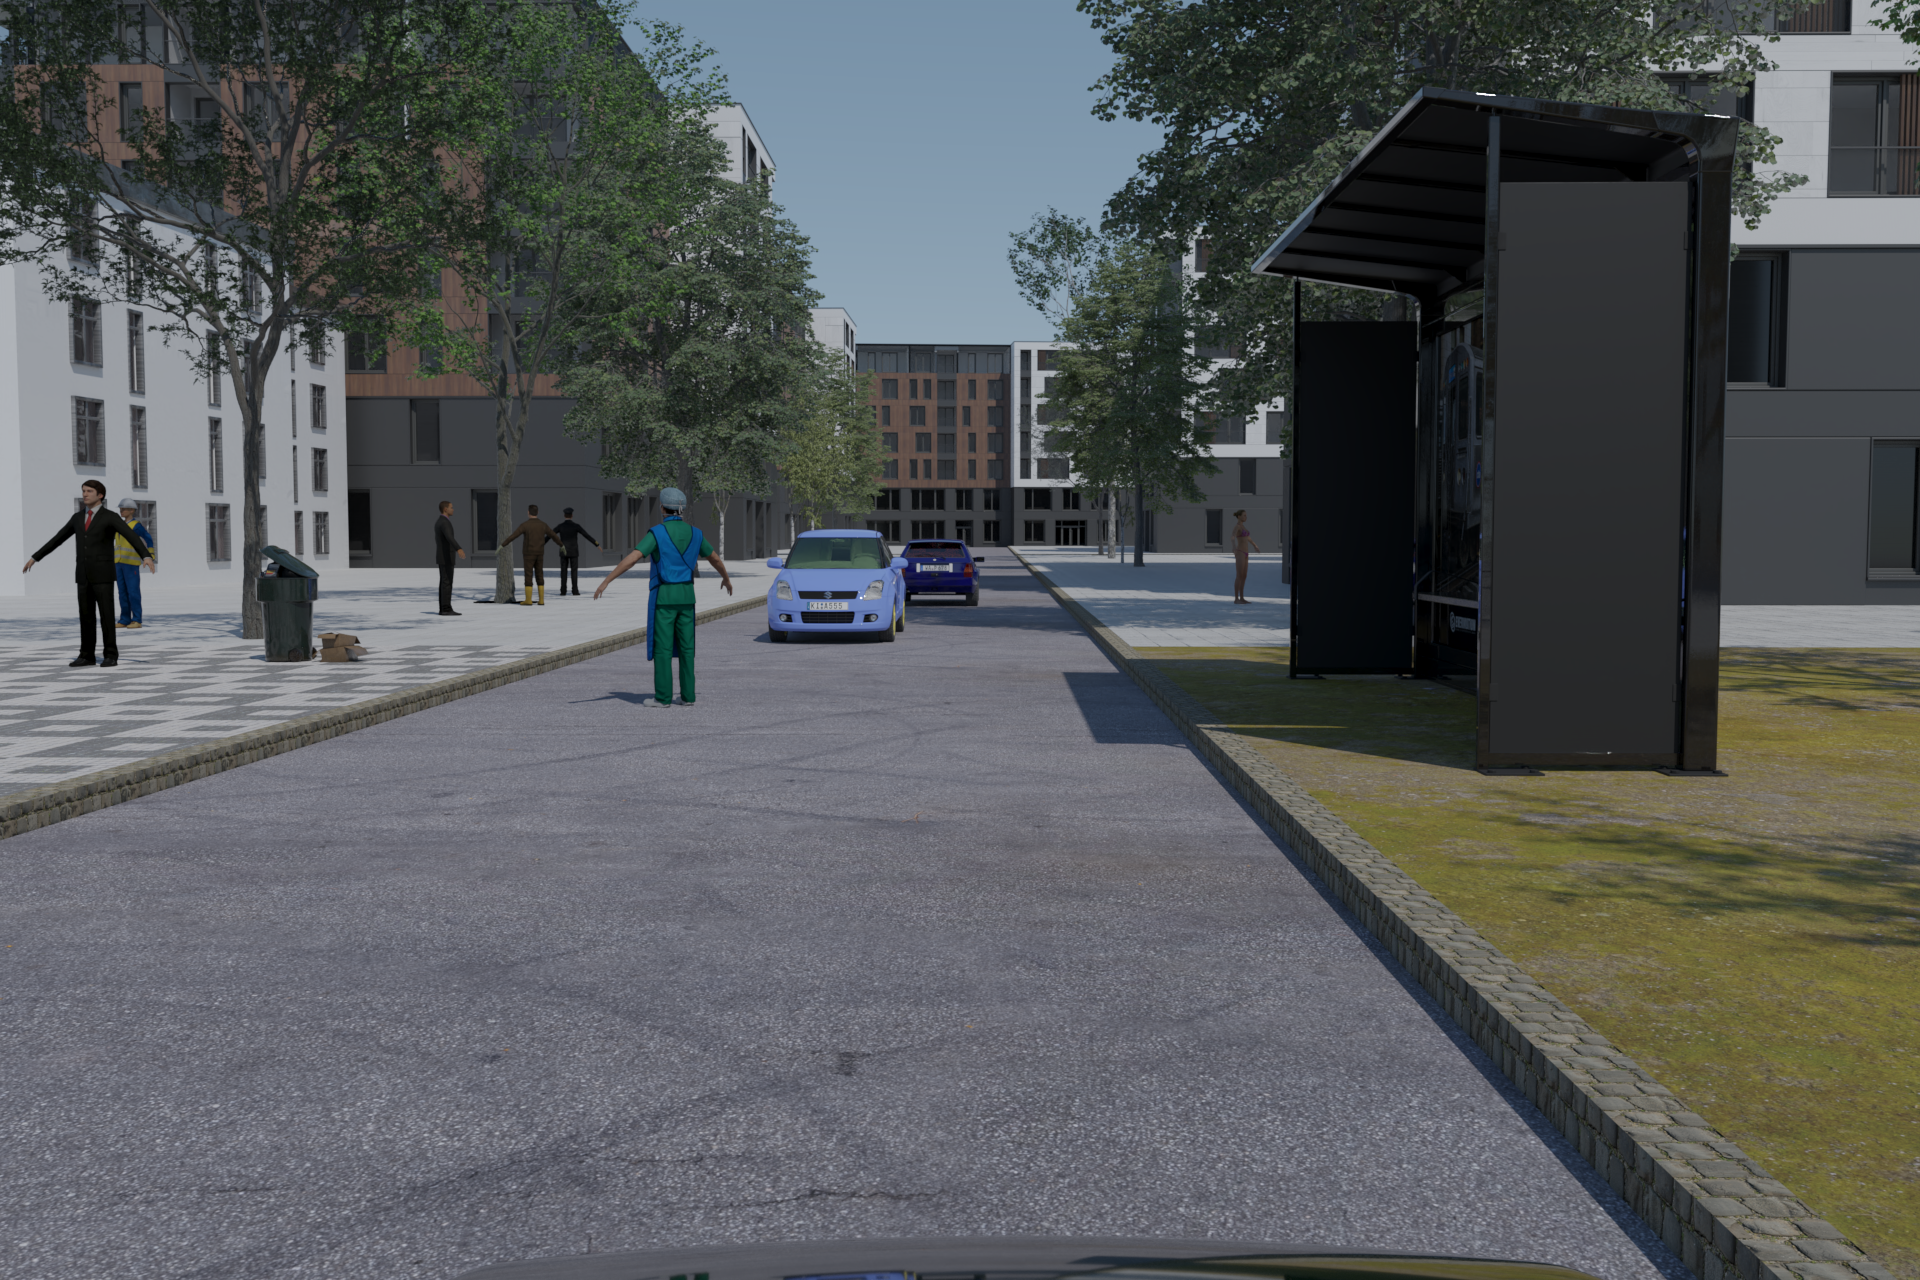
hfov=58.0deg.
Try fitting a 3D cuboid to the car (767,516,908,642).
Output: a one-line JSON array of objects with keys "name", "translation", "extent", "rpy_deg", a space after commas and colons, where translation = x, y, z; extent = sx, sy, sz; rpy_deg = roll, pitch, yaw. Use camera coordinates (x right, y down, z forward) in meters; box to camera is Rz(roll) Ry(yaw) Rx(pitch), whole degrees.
[{"name": "car", "translation": [-1.671, -0.888, 24.114], "extent": [1.945, 1.707, 3.694], "rpy_deg": [0, 4, 1]}]

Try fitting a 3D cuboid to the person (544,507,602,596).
[{"name": "person", "translation": [-8.132, -1.841, 36.036], "extent": [1.347, 1.837, 0.705], "rpy_deg": [0, 4, -5]}]

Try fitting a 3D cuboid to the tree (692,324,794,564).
[{"name": "tree", "translation": [-8.489, -6.699, 59.895], "extent": [4.360, 8.622, 3.978], "rpy_deg": [0, 3, 0]}]

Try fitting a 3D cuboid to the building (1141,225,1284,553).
[{"name": "building", "translation": [27.458, -17.551, 130.940], "extent": [27.936, 21.610, 32.646], "rpy_deg": [0, 4, 1]}]

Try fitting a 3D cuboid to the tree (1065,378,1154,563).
[{"name": "tree", "translation": [7.363, -7.696, 76.192], "extent": [4.360, 8.622, 3.978], "rpy_deg": [0, 3, 0]}]

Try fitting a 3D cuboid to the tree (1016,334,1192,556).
[{"name": "tree", "translation": [8.297, -11.764, 102.708], "extent": [12.009, 13.543, 11.850], "rpy_deg": [0, 3, 0]}]

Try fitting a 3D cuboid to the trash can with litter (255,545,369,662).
[{"name": "trash can with litter", "translation": [-6.539, -0.374, 17.504], "extent": [1.055, 1.170, 0.624], "rpy_deg": [0, 4, 1]}]

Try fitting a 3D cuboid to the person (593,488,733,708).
[{"name": "person", "translation": [-2.407, -0.355, 14.395], "extent": [1.347, 1.817, 0.704], "rpy_deg": [-3, 5, -43]}]

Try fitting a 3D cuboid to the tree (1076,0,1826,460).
[{"name": "tree", "translation": [6.323, -7.151, 23.575], "extent": [9.857, 13.997, 8.962], "rpy_deg": [0, 3, 0]}]

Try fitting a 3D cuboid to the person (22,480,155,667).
[{"name": "person", "translation": [-8.386, -0.647, 16.764], "extent": [1.347, 1.806, 0.705], "rpy_deg": [0, 4, 7]}]

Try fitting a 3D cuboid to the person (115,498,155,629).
[{"name": "person", "translation": [-11.371, -1.044, 23.531], "extent": [1.216, 1.772, 0.721], "rpy_deg": [2, 4, 24]}]

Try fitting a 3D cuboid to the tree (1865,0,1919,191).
[{"name": "tree", "translation": [9.436, -5.274, 11.984], "extent": [9.928, 11.665, 9.643], "rpy_deg": [0, 3, 0]}]

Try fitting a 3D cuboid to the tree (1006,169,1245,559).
[{"name": "tree", "translation": [9.093, -14.258, 89.001], "extent": [12.611, 20.169, 13.585], "rpy_deg": [0, 3, 0]}]

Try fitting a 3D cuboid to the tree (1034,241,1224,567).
[{"name": "tree", "translation": [6.634, -9.154, 67.794], "extent": [7.486, 12.596, 7.792], "rpy_deg": [0, 3, 0]}]

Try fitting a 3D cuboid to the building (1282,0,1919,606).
[{"name": "building", "translation": [22.335, -12.391, 46.562], "extent": [27.936, 21.610, 32.646], "rpy_deg": [0, 4, 1]}]

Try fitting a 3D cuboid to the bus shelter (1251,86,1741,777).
[{"name": "bus shelter", "translation": [3.355, -1.281, 12.229], "extent": [1.731, 3.624, 6.357], "rpy_deg": [0, 4, 1]}]

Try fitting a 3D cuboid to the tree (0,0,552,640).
[{"name": "tree", "translation": [-8.700, -5.267, 20.536], "extent": [8.767, 10.594, 7.601], "rpy_deg": [0, 4, 6]}]

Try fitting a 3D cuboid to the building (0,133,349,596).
[{"name": "building", "translation": [-23.511, -6.577, 49.682], "extent": [9.099, 9.664, 28.070], "rpy_deg": [0, 4, 1]}]

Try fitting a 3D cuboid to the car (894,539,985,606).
[{"name": "car", "translation": [-0.465, -1.417, 35.743], "extent": [1.945, 1.354, 3.894], "rpy_deg": [0, 4, 1]}]

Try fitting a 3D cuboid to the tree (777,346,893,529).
[{"name": "tree", "translation": [-7.917, -11.451, 105.357], "extent": [7.486, 12.596, 7.792], "rpy_deg": [0, 3, 0]}]

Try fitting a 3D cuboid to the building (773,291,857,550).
[{"name": "building", "translation": [-24.474, -18.992, 154.492], "extent": [27.936, 21.610, 32.646], "rpy_deg": [0, 4, 1]}]

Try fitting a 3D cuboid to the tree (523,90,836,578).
[{"name": "tree", "translation": [-7.934, -8.791, 50.394], "extent": [9.857, 13.997, 8.962], "rpy_deg": [0, 3, 0]}]

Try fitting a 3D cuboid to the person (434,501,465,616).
[{"name": "person", "translation": [-8.063, -1.287, 27.267], "extent": [0.704, 1.802, 1.346], "rpy_deg": [-2, 4, -29]}]

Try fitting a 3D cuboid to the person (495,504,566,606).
[{"name": "person", "translation": [-7.655, -1.523, 31.035], "extent": [1.346, 1.812, 0.704], "rpy_deg": [-3, 4, -37]}]

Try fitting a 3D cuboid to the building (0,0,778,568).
[{"name": "building", "translation": [-24.309, -14.460, 80.391], "extent": [27.936, 21.610, 32.646], "rpy_deg": [0, 4, 1]}]

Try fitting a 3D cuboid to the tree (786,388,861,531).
[{"name": "tree", "translation": [-7.081, -8.282, 85.774], "extent": [4.737, 8.622, 4.395], "rpy_deg": [0, 3, 0]}]

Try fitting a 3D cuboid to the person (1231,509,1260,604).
[{"name": "person", "translation": [5.244, -1.531, 31.828], "extent": [0.721, 1.733, 1.217], "rpy_deg": [2, 4, 30]}]

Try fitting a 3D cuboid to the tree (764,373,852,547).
[{"name": "tree", "translation": [-7.157, -7.686, 76.023], "extent": [4.737, 8.622, 4.395], "rpy_deg": [0, 3, 0]}]

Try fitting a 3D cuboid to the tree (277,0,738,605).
[{"name": "tree", "translation": [-8.263, -6.486, 31.799], "extent": [9.928, 11.665, 9.643], "rpy_deg": [0, 3, 0]}]

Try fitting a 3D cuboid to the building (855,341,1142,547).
[{"name": "building", "translation": [2.433, -21.365, 195.754], "extent": [32.646, 21.610, 27.936], "rpy_deg": [0, 4, -4]}]
